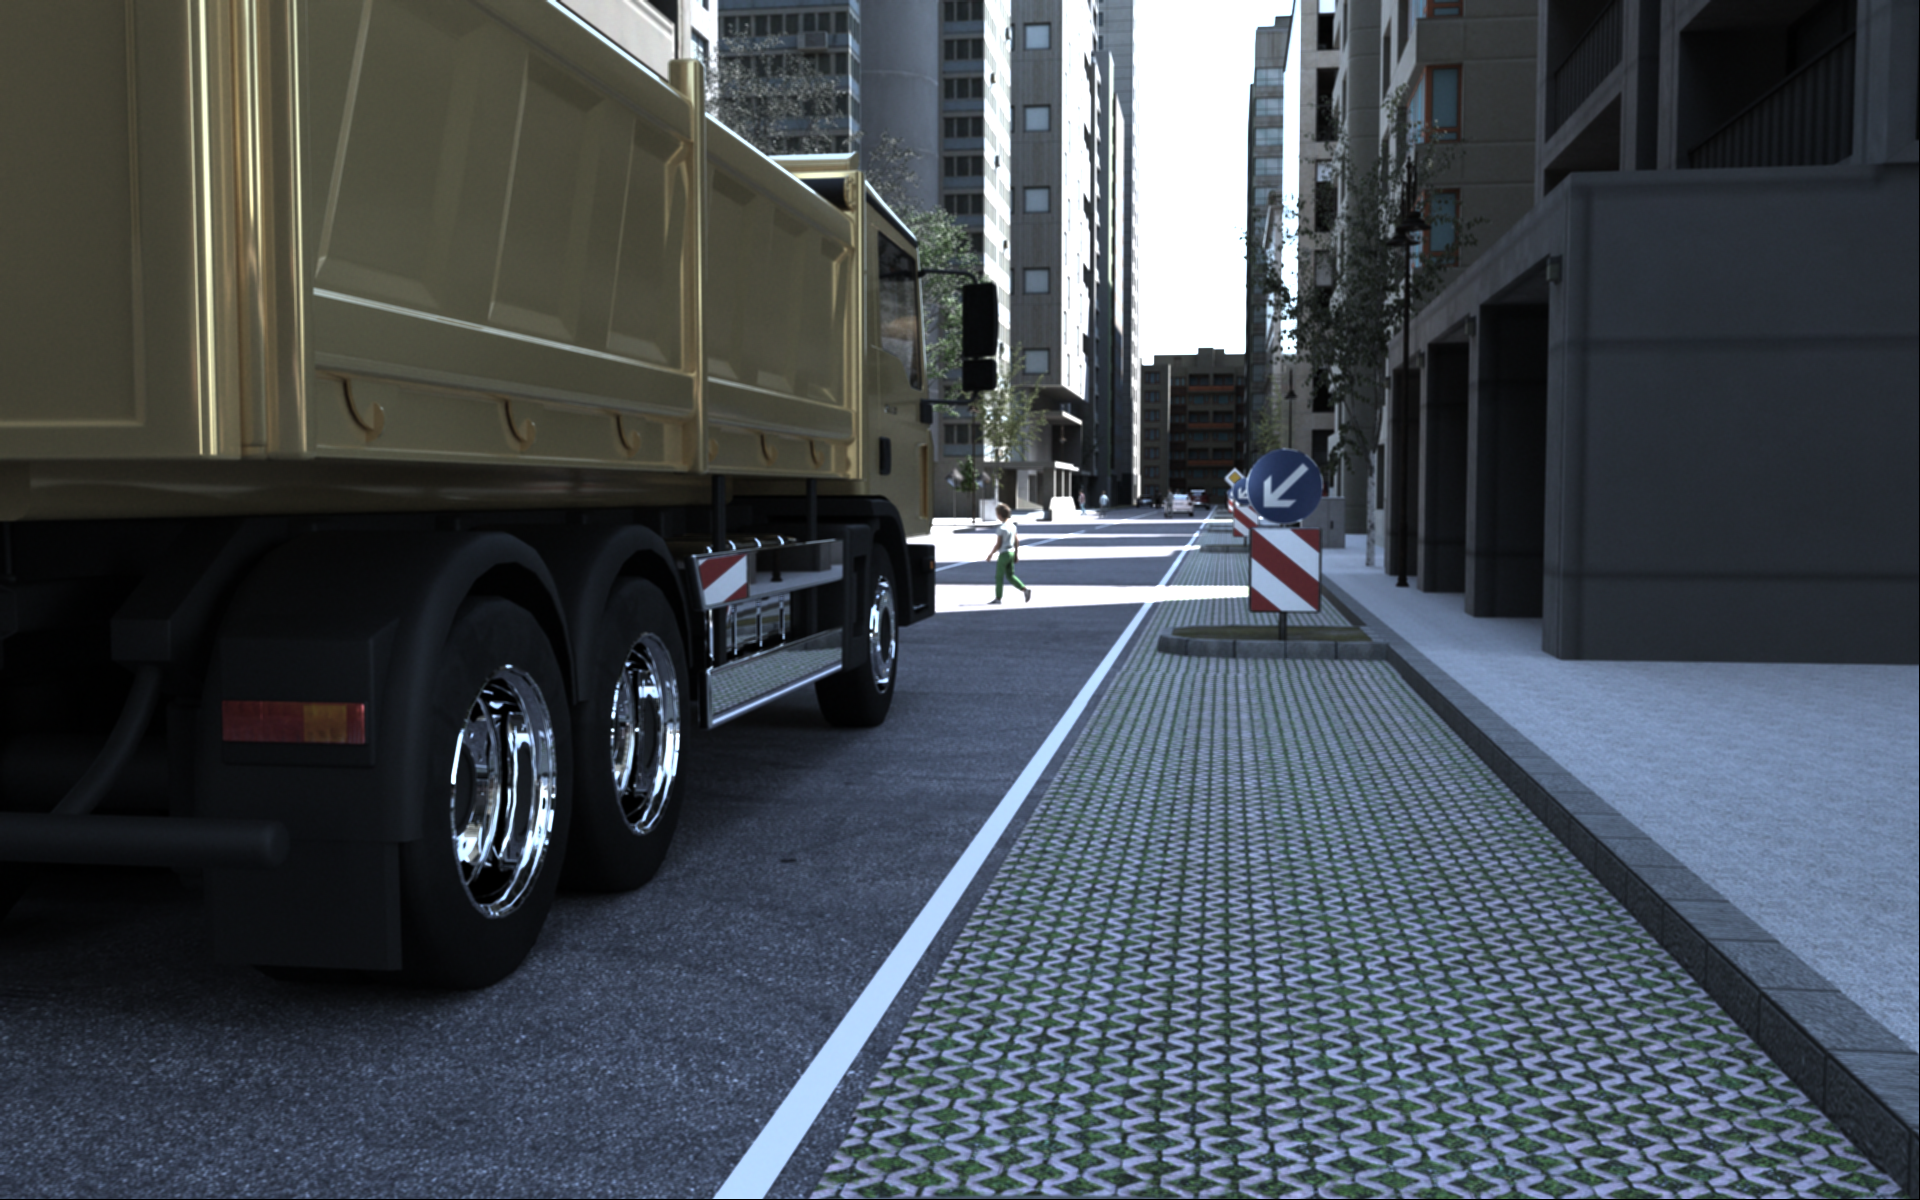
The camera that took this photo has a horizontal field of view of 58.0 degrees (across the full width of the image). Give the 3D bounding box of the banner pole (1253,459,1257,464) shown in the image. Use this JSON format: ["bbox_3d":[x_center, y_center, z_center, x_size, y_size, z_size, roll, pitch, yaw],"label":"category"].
[{"bbox_3d":[20.876,-8.114,122.686,0.401,3.779,0.863,2,4,24],"label":"banner pole"}]

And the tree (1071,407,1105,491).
[{"bbox_3d":[10.083,-11.970,146.077,4.360,8.622,3.978,0,3,0],"label":"tree"}]

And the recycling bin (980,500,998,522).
[{"bbox_3d":[1.305,-4.063,78.983,0.722,1.027,0.722,-1,4,-10],"label":"recycling bin"}]

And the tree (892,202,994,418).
[{"bbox_3d":[-2.407,-8.126,58.619,9.928,11.665,9.643,0,3,0],"label":"tree"}]

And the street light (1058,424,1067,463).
[{"bbox_3d":[6.704,-8.614,113.633,0.468,5.910,1.993,1,4,9],"label":"street light"}]

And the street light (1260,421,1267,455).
[{"bbox_3d":[18.787,-8.217,107.131,0.468,5.910,1.993,1,4,9],"label":"street light"}]

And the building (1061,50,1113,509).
[{"bbox_3d":[6.252,-28.901,156.128,14.154,41.232,14.086,1,4,9],"label":"building"}]

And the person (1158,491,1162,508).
[{"bbox_3d":[20.878,-10.570,182.124,0.742,1.727,0.445,2,4,32],"label":"person"}]

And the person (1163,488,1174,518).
[{"bbox_3d":[12.417,-5.774,103.110,0.583,1.804,0.606,2,4,32],"label":"person"}]

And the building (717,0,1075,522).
[{"bbox_3d":[-10.089,-24.829,97.831,32.217,40.220,23.993,1,4,9],"label":"building"}]

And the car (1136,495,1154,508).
[{"bbox_3d":[19.575,-10.449,183.425,1.945,1.354,3.894,0,4,7],"label":"car"}]

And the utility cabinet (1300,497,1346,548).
[{"bbox_3d":[8.592,-1.827,41.034,1.020,1.237,0.306,0,4,1],"label":"utility cabinet"}]

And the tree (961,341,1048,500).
[{"bbox_3d":[1.953,-8.046,81.919,4.737,8.622,4.395,0,3,0],"label":"tree"}]

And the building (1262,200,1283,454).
[{"bbox_3d":[24.671,-16.082,112.088,9.793,20.994,18.267,1,4,9],"label":"building"}]

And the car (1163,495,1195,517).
[{"bbox_3d":[14.124,-6.071,111.629,2.083,1.381,4.827,0,4,7],"label":"car"}]

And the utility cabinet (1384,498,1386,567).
[{"bbox_3d":[7.802,-1.149,29.947,0.306,1.237,1.020,-2,4,-30],"label":"utility cabinet"}]

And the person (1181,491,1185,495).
[{"bbox_3d":[24.790,-11.222,191.988,0.705,1.823,1.348,3,5,44],"label":"person"}]

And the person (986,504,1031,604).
[{"bbox_3d":[0.636,-0.602,22.590,0.590,1.304,0.306,1,4,19],"label":"person"}]

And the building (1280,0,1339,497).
[{"bbox_3d":[32.217,-16.759,78.533,34.151,26.468,19.350,1,4,9],"label":"building"}]

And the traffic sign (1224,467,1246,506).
[{"bbox_3d":[10.272,-3.738,64.762,0.795,2.450,0.064,1,4,9],"label":"traffic sign"}]

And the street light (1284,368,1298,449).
[{"bbox_3d":[12.128,-5.557,63.644,0.468,5.910,1.993,1,4,9],"label":"street light"}]

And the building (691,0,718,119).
[{"bbox_3d":[-16.282,-23.026,60.073,14.086,41.232,14.154,1,4,9],"label":"building"}]

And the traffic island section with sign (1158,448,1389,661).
[{"bbox_3d":[2.836,-0.443,15.864,1.989,1.847,2.006,1,4,9],"label":"traffic island section with sign"}]

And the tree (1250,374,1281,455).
[{"bbox_3d":[19.015,-9.252,101.632,4.737,8.622,4.395,0,3,0],"label":"tree"}]

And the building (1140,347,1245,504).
[{"bbox_3d":[35.291,-24.351,243.185,28.899,21.520,27.650,1,4,9],"label":"building"}]

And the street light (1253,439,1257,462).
[{"bbox_3d":[24.917,-10.608,146.234,0.468,5.910,1.993,1,4,9],"label":"street light"}]

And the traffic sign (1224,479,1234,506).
[{"bbox_3d":[11.478,-4.221,72.655,0.795,2.450,0.064,1,4,9],"label":"traffic sign"}]

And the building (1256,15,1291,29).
[{"bbox_3d":[39.867,-33.540,172.080,21.300,48.544,21.600,1,4,9],"label":"building"}]

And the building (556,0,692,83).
[{"bbox_3d":[-17.329,-24.485,24.024,21.300,48.544,21.600,1,4,9],"label":"building"}]

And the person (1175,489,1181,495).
[{"bbox_3d":[17.328,-7.940,138.192,0.514,1.842,0.818,-3,5,-41],"label":"person"}]

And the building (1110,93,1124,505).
[{"bbox_3d":[10.628,-33.079,190.953,14.600,45.320,14.200,1,4,9],"label":"building"}]

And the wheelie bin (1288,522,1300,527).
[{"bbox_3d":[11.431,-3.086,58.364,0.980,1.594,0.693,0,4,-7],"label":"wheelie bin"}]

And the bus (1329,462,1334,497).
[{"bbox_3d":[21.167,-4.428,67.262,13.247,3.499,2.948,0,4,7],"label":"bus"}]

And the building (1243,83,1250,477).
[{"bbox_3d":[42.966,-34.918,194.610,21.300,48.544,21.600,1,4,9],"label":"building"}]

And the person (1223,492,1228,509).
[{"bbox_3d":[25.626,-9.617,167.212,0.415,1.643,0.593,0,4,-6],"label":"person"}]

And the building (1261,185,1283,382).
[{"bbox_3d":[29.608,-20.537,133.039,12.463,27.353,25.104,1,4,9],"label":"building"}]

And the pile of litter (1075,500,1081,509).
[{"bbox_3d":[9.910,-8.172,147.577,1.176,0.858,1.719,2,4,29],"label":"pile of litter"}]

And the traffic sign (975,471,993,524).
[{"bbox_3d":[1.008,-4.320,74.269,0.795,2.450,0.064,1,4,9],"label":"traffic sign"}]

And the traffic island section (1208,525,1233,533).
[{"bbox_3d":[10.297,-2.603,64.835,2.009,0.180,2.903,1,4,9],"label":"traffic island section"}]

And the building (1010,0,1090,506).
[{"bbox_3d":[-4.432,-33.114,130.657,28.713,52.752,27.495,1,4,9],"label":"building"}]

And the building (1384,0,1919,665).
[{"bbox_3d":[15.407,-35.223,14.142,20.563,71.187,20.611,1,4,9],"label":"building"}]

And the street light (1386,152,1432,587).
[{"bbox_3d":[6.140,-3.123,23.855,0.468,5.910,1.993,1,4,9],"label":"street light"}]

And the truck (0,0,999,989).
[{"bbox_3d":[-2.001,-0.785,8.760,3.469,3.379,9.791,1,4,9],"label":"truck"}]

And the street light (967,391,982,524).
[{"bbox_3d":[0.597,-6.223,74.526,0.468,5.910,1.993,1,4,9],"label":"street light"}]

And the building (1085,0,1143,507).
[{"bbox_3d":[11.708,-47.477,214.493,20.611,71.187,20.563,1,4,9],"label":"building"}]

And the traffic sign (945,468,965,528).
[{"bbox_3d":[-0.198,-3.837,66.375,0.795,2.450,0.064,1,4,9],"label":"traffic sign"}]

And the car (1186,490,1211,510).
[{"bbox_3d":[21.697,-9.105,157.537,2.281,1.827,5.304,1,4,10],"label":"car"}]

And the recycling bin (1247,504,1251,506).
[{"bbox_3d":[23.146,-7.641,137.483,0.722,1.027,0.722,2,4,25],"label":"recycling bin"}]

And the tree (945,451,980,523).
[{"bbox_3d":[0.398,-5.059,77.318,1.663,3.219,1.824,0,3,0],"label":"tree"}]

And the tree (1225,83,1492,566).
[{"bbox_3d":[7.106,-4.917,30.760,4.360,8.622,3.978,0,3,0],"label":"tree"}]

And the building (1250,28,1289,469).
[{"bbox_3d":[33.247,-28.850,155.296,14.154,41.232,14.086,1,4,9],"label":"building"}]

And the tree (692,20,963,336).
[{"bbox_3d":[-5.015,-8.235,45.017,12.009,13.543,11.850,0,3,0],"label":"tree"}]

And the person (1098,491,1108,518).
[{"bbox_3d":[8.629,-5.745,104.236,0.589,1.601,0.330,-1,4,-14],"label":"person"}]

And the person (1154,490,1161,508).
[{"bbox_3d":[19.692,-10.053,172.879,0.705,1.823,1.348,-1,4,-23],"label":"person"}]

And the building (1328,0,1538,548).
[{"bbox_3d":[25.095,-12.368,47.255,27.650,21.520,28.899,1,4,9],"label":"building"}]

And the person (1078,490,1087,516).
[{"bbox_3d":[7.897,-6.259,111.672,0.643,1.720,0.563,0,4,-7],"label":"person"}]
